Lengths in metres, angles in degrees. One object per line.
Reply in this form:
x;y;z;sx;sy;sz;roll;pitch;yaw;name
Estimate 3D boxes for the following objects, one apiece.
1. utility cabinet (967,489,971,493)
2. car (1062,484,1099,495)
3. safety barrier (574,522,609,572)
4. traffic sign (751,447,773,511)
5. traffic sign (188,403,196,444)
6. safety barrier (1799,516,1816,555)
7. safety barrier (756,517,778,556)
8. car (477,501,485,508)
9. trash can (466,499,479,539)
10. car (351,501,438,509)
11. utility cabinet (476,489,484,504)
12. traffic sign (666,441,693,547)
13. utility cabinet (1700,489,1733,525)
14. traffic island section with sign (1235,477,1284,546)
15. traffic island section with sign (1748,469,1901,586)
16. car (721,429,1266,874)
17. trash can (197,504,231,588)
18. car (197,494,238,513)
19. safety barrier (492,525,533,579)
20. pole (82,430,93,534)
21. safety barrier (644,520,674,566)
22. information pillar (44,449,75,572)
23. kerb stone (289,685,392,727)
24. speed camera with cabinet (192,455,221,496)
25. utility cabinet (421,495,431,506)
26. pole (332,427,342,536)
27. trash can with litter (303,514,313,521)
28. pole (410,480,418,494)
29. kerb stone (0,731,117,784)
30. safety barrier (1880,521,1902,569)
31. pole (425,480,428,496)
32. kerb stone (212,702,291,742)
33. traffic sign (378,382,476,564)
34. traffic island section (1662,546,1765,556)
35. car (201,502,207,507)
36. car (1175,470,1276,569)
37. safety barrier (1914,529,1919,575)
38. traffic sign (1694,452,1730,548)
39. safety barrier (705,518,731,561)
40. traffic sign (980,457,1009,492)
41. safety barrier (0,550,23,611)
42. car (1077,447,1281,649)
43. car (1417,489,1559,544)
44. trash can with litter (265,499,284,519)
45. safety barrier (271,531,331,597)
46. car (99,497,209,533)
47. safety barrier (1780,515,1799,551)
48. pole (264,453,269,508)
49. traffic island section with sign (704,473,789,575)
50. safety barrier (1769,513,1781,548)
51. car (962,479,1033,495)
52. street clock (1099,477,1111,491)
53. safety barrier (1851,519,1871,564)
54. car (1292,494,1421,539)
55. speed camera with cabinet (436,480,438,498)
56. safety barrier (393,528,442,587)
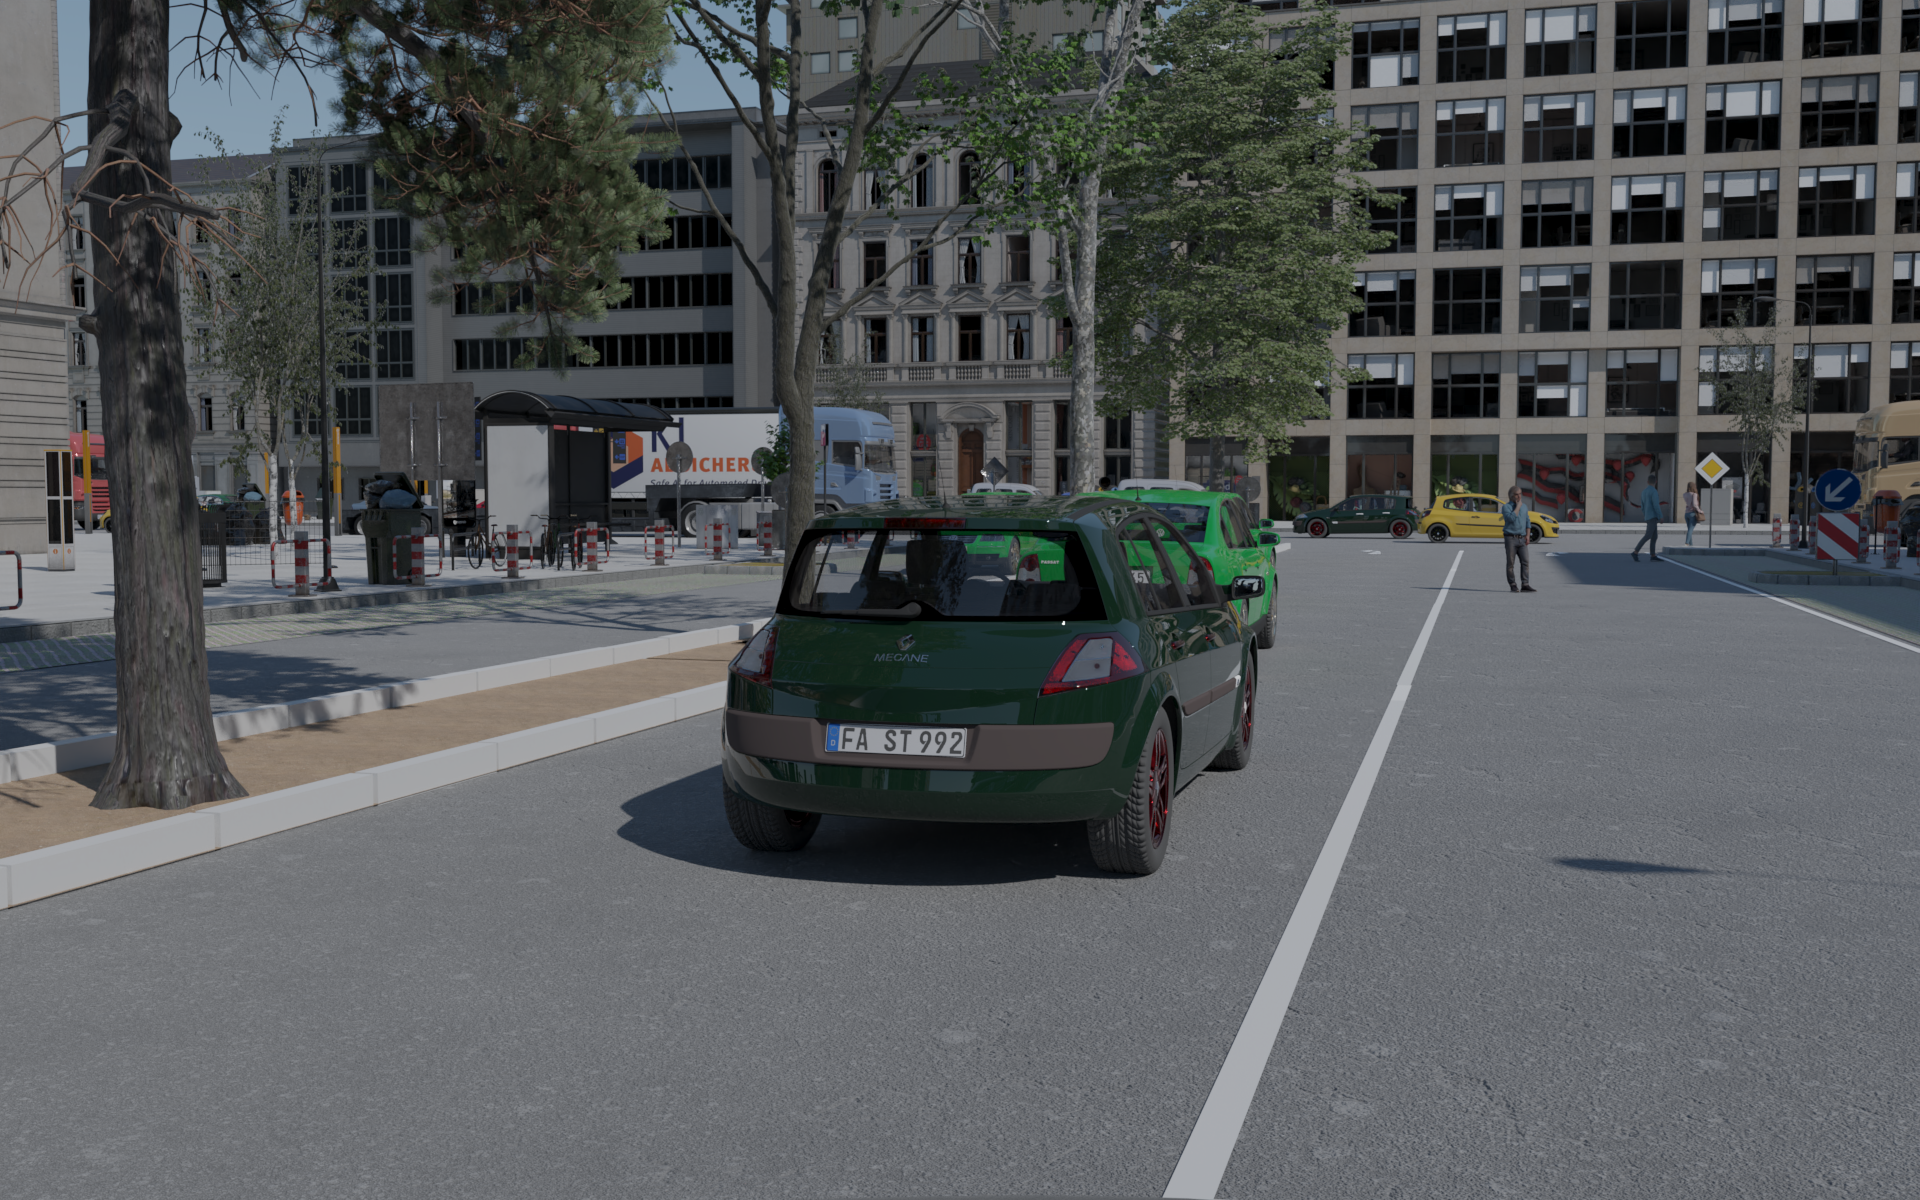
0.877;-4.350;79.793;1.173;1.500;0.318;-3;5;-41;utility cabinet
2.928;-1.873;40.219;1.945;1.707;3.694;1;4;17;car
-6.087;-0.880;28.658;0.300;0.817;1.120;1;4;17;safety barrier
-5.320;-2.850;46.704;0.768;2.556;0.104;2;4;24;traffic sign
-10.153;-1.360;22.340;0.768;2.556;0.104;1;4;23;traffic sign
18.101;-1.372;36.706;0.300;0.817;1.120;1;4;17;safety barrier
-3.954;-1.309;35.671;0.300;0.817;1.120;1;4;17;safety barrier
-18.876;-3.865;72.225;4.494;1.783;2.155;1;4;16;car
-14.081;-2.305;49.340;0.748;1.137;0.748;0;3;0;trash can
-23.688;-3.767;73.594;4.499;1.417;2.014;1;4;17;car
-22.169;-4.310;79.140;0.318;1.500;1.173;2;4;24;utility cabinet
-6.791;-2.552;41.837;0.768;2.556;0.104;2;4;23;traffic sign
30.868;-3.790;70.641;1.173;1.500;0.318;3;5;41;utility cabinet
7.355;-2.241;44.782;2.006;1.907;1.989;1;4;17;traffic island section with sign
13.847;-1.176;27.860;1.989;1.847;2.006;1;4;17;traffic island section with sign
0.349;0.105;8.077;2.009;1.686;4.222;1;4;16;car
-10.421;-0.745;23.828;0.748;1.137;0.748;0;3;0;trash can
-33.313;-3.995;77.119;4.920;1.459;2.131;1;4;17;car
-6.797;-0.736;26.313;0.300;0.817;1.120;1;4;17;safety barrier
-27.964;-3.771;55.505;0.158;3.312;0.155;0;3;0;pole
-5.376;-1.022;30.993;0.300;0.817;1.120;1;4;17;safety barrier
-14.907;-1.480;28.682;0.304;2.012;0.304;1;4;8;information pillar
-3.995;0.686;11.057;0.120;0.150;1.000;1;4;17;kerb stone
-39.148;-5.812;89.355;0.660;3.252;2.038;2;4;25;speed camera with cabinet
-24.596;-4.199;79.808;0.306;1.237;1.020;-2;4;-26;utility cabinet
-19.008;-3.610;52.862;0.158;3.312;0.155;0;3;0;pole
-32.007;-4.450;84.149;1.055;1.170;0.624;-1;4;-12;trash can with litter
-10.484;-2.401;33.094;0.158;3.312;0.155;0;3;0;pole
-4.595;0.802;9.081;0.120;0.150;1.000;1;4;17;kerb stone
15.969;-0.942;29.684;0.300;0.817;1.120;1;4;17;safety barrier
-28.314;-5.995;91.855;0.158;3.312;0.155;0;3;0;pole
-4.291;0.742;10.076;0.120;0.150;1.000;1;4;17;kerb stone
-9.823;-2.323;31.859;2.265;3.308;0.079;2;4;26;traffic sign
17.918;-1.166;41.337;2.009;0.180;2.903;1;4;17;traffic island section
-33.886;-3.693;72.745;4.827;1.381;2.083;1;4;19;car
3.093;-0.866;22.961;1.959;1.807;4.718;1;4;18;car
15.261;-0.800;27.349;0.300;0.817;1.120;1;4;17;safety barrier
17.893;-2.301;41.267;0.795;2.450;0.064;1;4;17;traffic sign
-4.661;-1.166;33.336;0.300;0.817;1.120;1;4;17;safety barrier
0.917;-2.616;46.420;0.795;2.450;0.064;1;4;17;traffic sign
-9.638;-0.164;16.954;0.300;0.817;1.120;1;4;17;safety barrier
1.717;-0.376;14.942;1.959;1.807;4.718;1;4;15;car
15.433;-2.472;50.645;3.980;1.641;2.015;1;4;16;car
-35.210;-4.770;89.042;2.233;1.210;1.678;-2;4;-24;trash can with litter
-8.220;-0.450;21.632;0.300;0.817;1.120;1;4;17;safety barrier
-29.349;-3.233;63.078;3.980;1.641;2.015;1;4;15;car
18.811;-1.515;39.041;0.300;0.817;1.120;1;4;17;safety barrier
-34.003;-5.575;84.990;0.158;3.312;0.155;0;3;0;pole
-3.325;-1.394;31.423;1.989;1.847;2.006;1;4;17;traffic island section with sign
19.516;-1.658;41.378;0.300;0.817;1.120;1;4;17;safety barrier
0.590;-1.431;32.196;1.959;1.807;4.718;1;4;18;car
5.978;-4.098;71.576;0.471;2.002;0.358;-1;4;-13;street clock
16.676;-1.086;32.024;0.300;0.817;1.120;1;4;17;safety barrier
12.913;-2.835;56.146;4.222;1.686;2.009;1;4;18;car
-25.950;-5.814;89.388;2.038;3.252;0.660;1;4;11;speed camera with cabinet
-7.502;-0.593;23.977;0.300;0.817;1.120;1;4;17;safety barrier
